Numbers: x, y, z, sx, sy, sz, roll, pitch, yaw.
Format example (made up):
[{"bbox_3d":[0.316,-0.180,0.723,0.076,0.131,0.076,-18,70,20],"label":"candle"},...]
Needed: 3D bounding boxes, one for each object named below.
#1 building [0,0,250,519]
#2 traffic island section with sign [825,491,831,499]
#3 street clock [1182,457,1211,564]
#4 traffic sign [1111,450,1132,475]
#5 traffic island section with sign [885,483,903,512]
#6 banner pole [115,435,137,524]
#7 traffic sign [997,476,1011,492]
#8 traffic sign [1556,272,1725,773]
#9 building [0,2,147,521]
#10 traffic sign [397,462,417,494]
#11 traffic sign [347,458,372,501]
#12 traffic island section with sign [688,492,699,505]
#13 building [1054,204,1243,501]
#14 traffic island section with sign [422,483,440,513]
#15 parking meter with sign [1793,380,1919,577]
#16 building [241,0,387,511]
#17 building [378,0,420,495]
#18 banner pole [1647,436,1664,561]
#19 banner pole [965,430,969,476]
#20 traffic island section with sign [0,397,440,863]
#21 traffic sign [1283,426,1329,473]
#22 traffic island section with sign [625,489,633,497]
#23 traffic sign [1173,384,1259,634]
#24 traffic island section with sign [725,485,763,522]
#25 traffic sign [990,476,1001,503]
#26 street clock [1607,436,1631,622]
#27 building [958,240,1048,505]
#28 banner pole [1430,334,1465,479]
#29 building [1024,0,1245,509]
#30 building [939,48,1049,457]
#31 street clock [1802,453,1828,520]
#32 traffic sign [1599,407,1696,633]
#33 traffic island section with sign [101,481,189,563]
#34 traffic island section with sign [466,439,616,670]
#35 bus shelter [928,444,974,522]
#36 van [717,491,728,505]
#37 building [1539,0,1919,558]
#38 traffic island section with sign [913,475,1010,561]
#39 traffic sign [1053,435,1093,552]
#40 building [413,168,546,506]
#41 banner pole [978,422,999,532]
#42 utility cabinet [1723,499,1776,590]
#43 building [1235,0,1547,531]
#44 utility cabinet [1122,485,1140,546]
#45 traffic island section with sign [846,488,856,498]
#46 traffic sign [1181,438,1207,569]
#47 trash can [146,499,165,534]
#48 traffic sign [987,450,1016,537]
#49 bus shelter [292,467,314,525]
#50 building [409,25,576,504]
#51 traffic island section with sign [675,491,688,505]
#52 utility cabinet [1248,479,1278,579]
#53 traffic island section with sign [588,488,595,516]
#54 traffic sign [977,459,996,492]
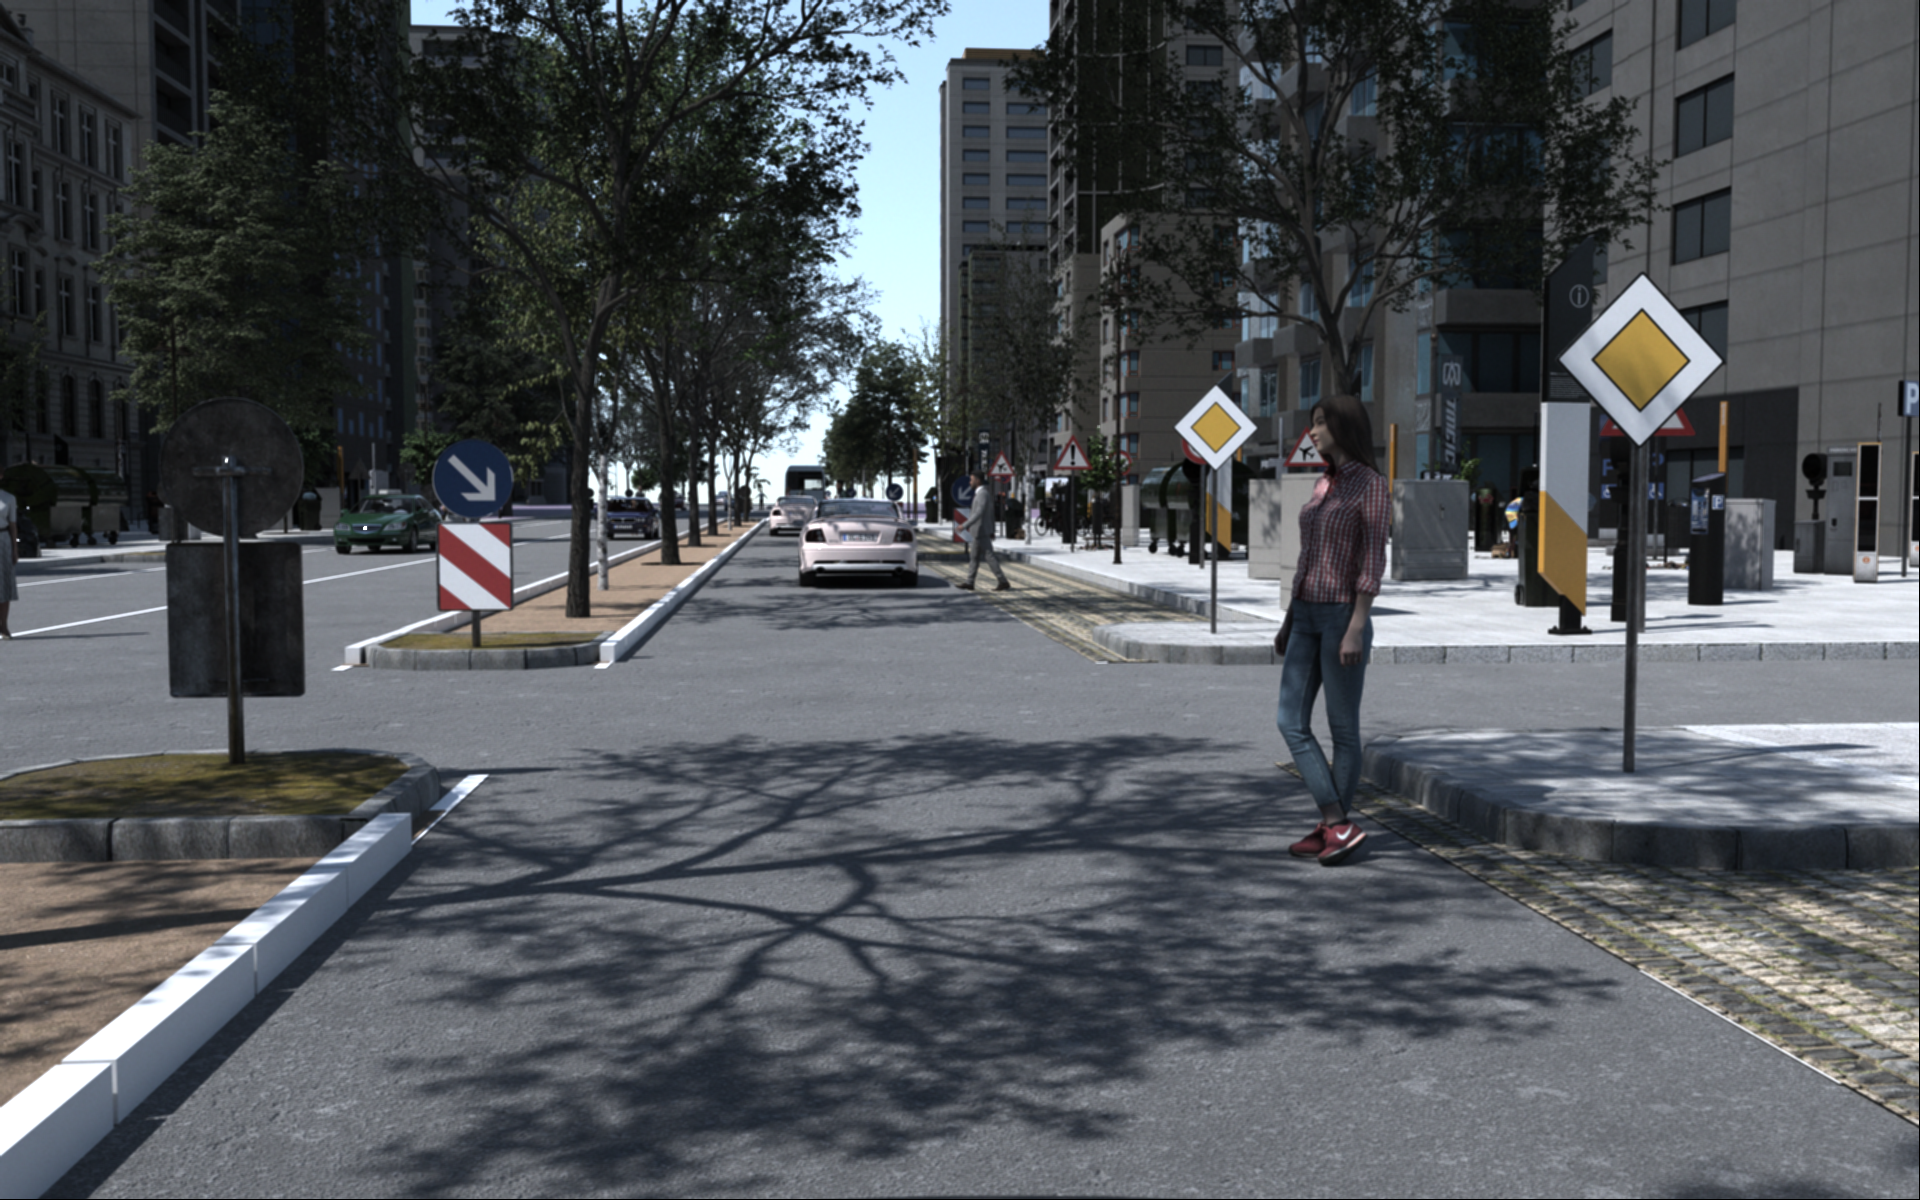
[{"bbox_3d":[-49.520,-40.196,95.454,20.563,71.187,20.611,0,4,-5],"label":"building"},{"bbox_3d":[-9.898,-8.152,141.920,1.989,1.847,2.006,0,4,-5],"label":"traffic island section with sign"},{"bbox_3d":[4.307,-1.655,31.623,0.471,2.002,0.358,2,4,31],"label":"street clock"},{"bbox_3d":[4.604,-3.064,50.210,0.768,2.556,0.104,0,4,1],"label":"traffic sign"},{"bbox_3d":[-2.601,-3.438,64.840,1.989,1.847,2.006,0,4,-5],"label":"traffic island section with sign"},{"bbox_3d":[-35.438,-5.107,73.516,0.401,3.779,0.863,2,4,35],"label":"banner pole"},{"bbox_3d":[2.083,-5.080,83.162,0.768,2.556,0.104,0,4,-1],"label":"traffic sign"},{"bbox_3d":[3.084,-0.262,7.933,0.795,2.450,0.064,0,4,-5],"label":"traffic sign"},{"bbox_3d":[-43.483,-15.142,66.651,14.460,24.649,34.723,0,4,-5],"label":"building"},{"bbox_3d":[-21.889,-4.185,68.525,0.768,2.556,0.104,0,4,-5],"label":"traffic sign"},{"bbox_3d":[-21.465,-3.786,61.909,0.884,2.594,0.081,0,4,3],"label":"traffic sign"},{"bbox_3d":[-34.582,-13.082,222.518,1.989,1.847,2.006,0,4,-5],"label":"traffic island section with sign"},{"bbox_3d":[22.397,-16.848,120.509,27.650,21.520,28.899,0,4,-5],"label":"building"},{"bbox_3d":[-19.567,-3.386,63.982,1.989,1.847,2.006,0,4,-5],"label":"traffic island section with sign"},{"bbox_3d":[14.129,-1.904,27.384,0.543,3.016,1.738,-2,4,-35],"label":"parking meter with sign"},{"bbox_3d":[-46.907,-28.384,114.190,14.600,45.320,14.200,0,4,-5],"label":"building"},{"bbox_3d":[-49.273,-27.245,129.045,14.154,41.232,14.086,0,4,-5],"label":"building"},{"bbox_3d":[13.220,-2.638,33.143,0.863,3.779,0.401,-3,4,-39],"label":"banner pole"},{"bbox_3d":[0.244,-4.764,67.904,0.401,3.779,0.863,-1,4,-12],"label":"banner pole"},{"bbox_3d":[-3.400,0.030,7.639,2.006,1.907,1.989,0,4,-5],"label":"traffic island section with sign"},{"bbox_3d":[6.633,-2.033,33.237,0.884,2.594,0.081,0,3,0],"label":"traffic sign"},{"bbox_3d":[-26.836,-8.077,140.690,1.989,1.847,2.006,0,4,-5],"label":"traffic island section with sign"},{"bbox_3d":[2.332,-0.749,15.883,0.795,2.450,0.064,0,4,-5],"label":"traffic sign"},{"bbox_3d":[-11.180,-4.996,89.818,2.006,1.907,1.989,0,4,-5],"label":"traffic island section with sign"},{"bbox_3d":[1.195,-4.052,66.255,0.884,2.594,0.081,0,4,-4],"label":"traffic sign"},{"bbox_3d":[6.676,-0.784,17.396,0.358,2.002,0.471,2,4,32],"label":"street clock"},{"bbox_3d":[7.728,-26.305,201.787,14.160,30.474,14.107,0,4,-5],"label":"building"},{"bbox_3d":[7.605,-2.278,27.258,0.863,3.779,0.401,-2,4,-30],"label":"banner pole"},{"bbox_3d":[16.764,-43.121,143.280,20.563,71.187,20.611,0,4,-5],"label":"building"},{"bbox_3d":[7.731,-42.500,236.881,21.231,58.520,28.212,0,4,-5],"label":"building"},{"bbox_3d":[15.250,-1.608,30.867,0.358,2.002,0.471,-1,4,-17],"label":"street clock"},{"bbox_3d":[6.291,-0.973,15.919,0.884,2.594,0.081,0,4,-1],"label":"traffic sign"},{"bbox_3d":[-17.039,-1.744,37.145,1.989,1.847,2.006,0,4,-5],"label":"traffic island section with sign"},{"bbox_3d":[-4.089,-0.421,15.014,2.006,1.907,1.989,0,4,-5],"label":"traffic island section with sign"},{"bbox_3d":[-0.428,-5.601,82.864,1.731,3.624,6.357,0,4,-6],"label":"bus shelter"},{"bbox_3d":[-31.669,-13.771,232.168,2.013,2.044,4.112,0,4,-6],"label":"van"},{"bbox_3d":[28.627,-36.881,41.252,20.611,71.187,20.563,0,4,-5],"label":"building"},{"bbox_3d":[-0.027,-1.773,37.617,1.989,1.847,2.006,0,4,-5],"label":"traffic island section with sign"},{"bbox_3d":[2.474,-2.324,37.999,0.884,2.594,0.081,0,4,1],"label":"traffic sign"},{"bbox_3d":[-64.188,-30.749,194.633,32.217,40.220,23.993,0,4,-5],"label":"building"},{"bbox_3d":[0.949,-4.212,58.876,0.863,3.779,0.401,3,4,37],"label":"banner pole"},{"bbox_3d":[10.522,-0.756,23.524,0.306,1.237,1.020,-2,4,-30],"label":"utility cabinet"},{"bbox_3d":[24.468,-27.668,71.973,23.786,49.044,30.456,0,4,-5],"label":"building"},{"bbox_3d":[4.177,-2.068,42.488,0.318,1.500,1.173,1,4,13],"label":"utility cabinet"},{"bbox_3d":[-7.355,-6.511,115.085,1.989,1.847,2.006,0,4,-5],"label":"traffic island section with sign"},{"bbox_3d":[4.165,-1.811,29.724,0.768,2.556,0.104,0,4,-2],"label":"traffic sign"},{"bbox_3d":[-25.683,-2.682,55.511,0.748,1.137,0.748,0,3,0],"label":"trash can"},{"bbox_3d":[1.238,-3.154,51.576,0.884,2.594,0.081,0,4,3],"label":"traffic sign"},{"bbox_3d":[-26.089,-4.589,66.311,1.731,3.624,6.357,0,4,-5],"label":"bus shelter"},{"bbox_3d":[-61.481,-41.511,220.697,21.231,58.520,28.212,0,4,-5],"label":"building"},{"bbox_3d":[-31.891,-11.349,194.188,1.989,1.847,2.006,0,4,-5],"label":"traffic island section with sign"},{"bbox_3d":[4.923,-1.051,25.864,1.173,1.500,0.318,2,4,29],"label":"utility cabinet"},{"bbox_3d":[-24.236,-6.398,113.238,1.989,1.847,2.006,0,4,-5],"label":"traffic island section with sign"},{"bbox_3d":[0.984,-3.689,60.426,0.768,2.556,0.104,0,4,-2],"label":"traffic sign"}]
